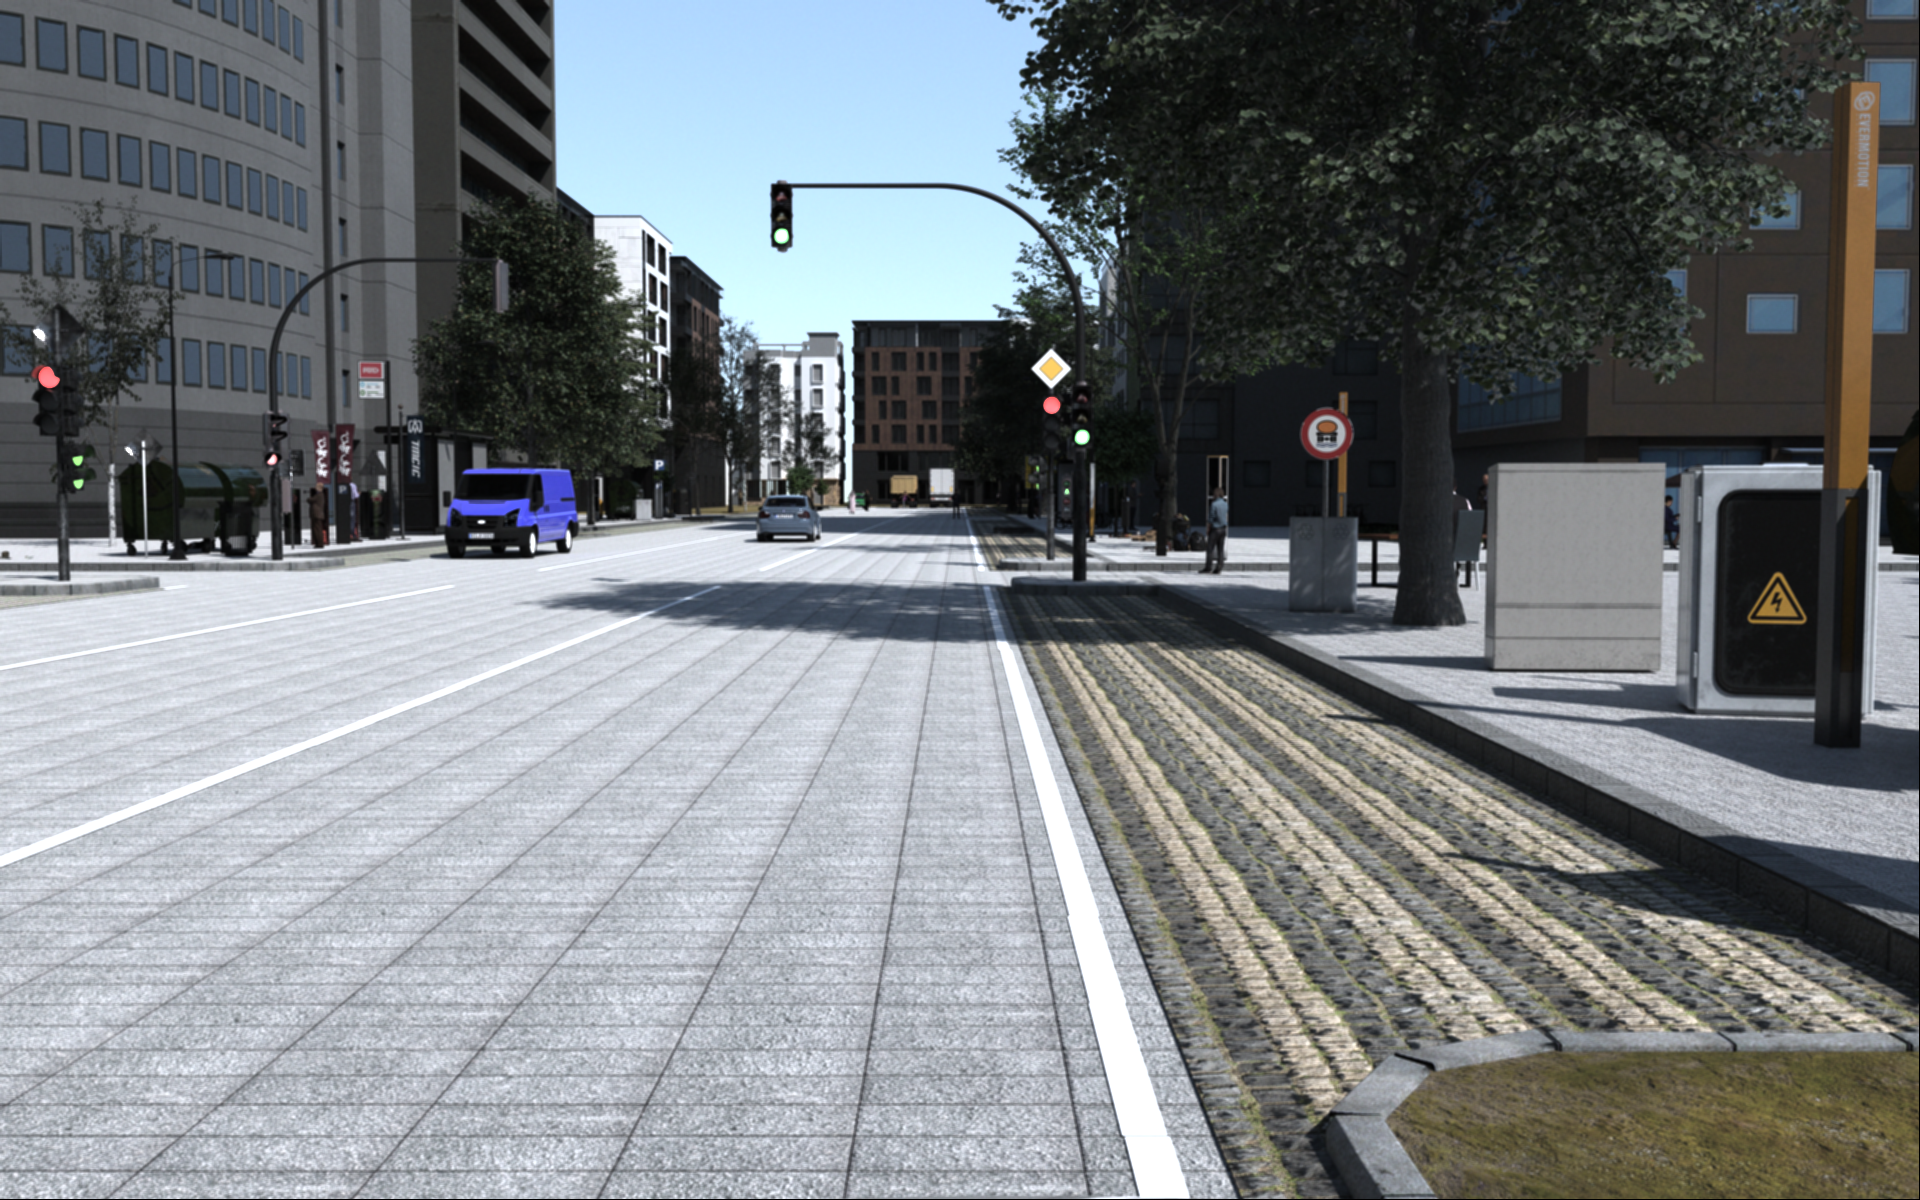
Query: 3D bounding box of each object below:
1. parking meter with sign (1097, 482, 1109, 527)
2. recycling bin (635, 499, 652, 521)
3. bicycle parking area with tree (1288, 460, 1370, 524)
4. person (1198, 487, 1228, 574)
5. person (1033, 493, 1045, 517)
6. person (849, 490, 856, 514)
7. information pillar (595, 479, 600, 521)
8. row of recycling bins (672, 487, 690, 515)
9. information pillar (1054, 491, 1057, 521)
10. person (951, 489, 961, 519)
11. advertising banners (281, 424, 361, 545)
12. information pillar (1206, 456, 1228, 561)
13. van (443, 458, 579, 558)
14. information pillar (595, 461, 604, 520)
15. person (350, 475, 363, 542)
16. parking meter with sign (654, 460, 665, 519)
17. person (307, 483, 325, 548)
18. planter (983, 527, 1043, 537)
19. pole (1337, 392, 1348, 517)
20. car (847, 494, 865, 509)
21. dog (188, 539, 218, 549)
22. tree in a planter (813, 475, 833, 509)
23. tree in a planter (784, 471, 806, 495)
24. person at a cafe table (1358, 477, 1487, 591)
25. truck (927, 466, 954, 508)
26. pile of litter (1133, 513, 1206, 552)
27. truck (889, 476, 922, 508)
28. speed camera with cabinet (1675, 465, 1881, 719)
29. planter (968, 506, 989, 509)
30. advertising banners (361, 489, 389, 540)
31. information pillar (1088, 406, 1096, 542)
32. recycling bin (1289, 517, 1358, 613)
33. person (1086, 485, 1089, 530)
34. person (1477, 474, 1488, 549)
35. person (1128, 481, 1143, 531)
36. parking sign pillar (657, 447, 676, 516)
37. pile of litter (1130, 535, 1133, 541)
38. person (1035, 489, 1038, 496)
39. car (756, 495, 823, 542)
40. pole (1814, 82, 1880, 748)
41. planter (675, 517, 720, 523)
[{"bbox_3d":[5.584,-4.342,67.251,0.543,3.016,1.738,0,4,5],"label":"parking meter with sign"},{"bbox_3d":[-15.121,-4.298,82.822,0.722,1.027,0.722,0,4,-5],"label":"recycling bin"},{"bbox_3d":[15.816,-4.561,61.572,8.231,4.147,9.016,2,4,28],"label":"bicycle parking area with tree"},{"bbox_3d":[4.547,-1.232,30.849,0.499,1.552,0.429,-1,4,-14],"label":"person"},{"bbox_3d":[4.489,-5.442,98.259,0.697,1.427,0.421,0,4,8],"label":"person"},{"bbox_3d":[-7.857,-7.188,126.695,0.551,1.740,0.621,-1,4,-11],"label":"person"},{"bbox_3d":[-17.272,-4.755,82.237,0.304,2.012,0.304,-1,4,-10],"label":"information pillar"},{"bbox_3d":[-17.123,-6.098,106.810,1.069,1.692,3.534,-1,4,-14],"label":"row of recycling bins"},{"bbox_3d":[4.369,-4.664,80.747,0.304,2.012,0.304,-1,4,-10],"label":"information pillar"},{"bbox_3d":[-0.227,-5.572,100.520,0.541,1.710,0.530,0,4,3],"label":"person"},{"bbox_3d":[-16.071,-2.885,43.358,2.074,3.025,0.090,1,4,10],"label":"advertising banners"},{"bbox_3d":[4.958,-1.768,33.398,0.304,2.012,0.304,3,4,38],"label":"information pillar"},{"bbox_3d":[-10.436,-2.203,40.398,2.240,2.365,5.245,0,4,1],"label":"van"},{"bbox_3d":[-17.744,-5.736,85.130,0.183,3.616,0.504,2,4,27],"label":"information pillar"},{"bbox_3d":[-16.327,-2.478,46.433,0.709,1.838,0.599,1,4,8],"label":"person"},{"bbox_3d":[-15.418,-5.651,88.662,0.543,3.016,1.738,-1,4,-12],"label":"parking meter with sign"},{"bbox_3d":[-15.206,-1.994,40.909,0.388,1.546,0.482,-1,4,-9],"label":"person"},{"bbox_3d":[1.769,-2.276,58.346,1.991,0.319,1.994,0,3,0],"label":"planter"},{"bbox_3d":[7.672,-2.502,34.751,0.158,3.312,0.155,0,3,0],"label":"pole"},{"bbox_3d":[-9.868,-9.700,167.392,1.959,1.807,4.718,0,4,1],"label":"car"},{"bbox_3d":[-17.706,-1.379,40.276,0.748,0.427,0.550,1,4,9],"label":"dog"},{"bbox_3d":[-12.959,-10.098,162.330,1.991,3.239,1.994,0,3,0],"label":"tree in a planter"},{"bbox_3d":[-12.965,-8.450,135.386,1.991,3.239,1.994,0,3,0],"label":"tree in a planter"},{"bbox_3d":[6.483,-0.924,23.624,1.698,1.524,1.622,-1,4,-20],"label":"person at a cafe table"},{"bbox_3d":[-1.959,-11.671,179.726,2.839,4.237,11.283,0,4,-1],"label":"truck"},{"bbox_3d":[4.904,-1.529,38.969,1.719,0.858,1.176,1,4,15],"label":"pile of litter"},{"bbox_3d":[-5.762,-11.267,180.143,3.469,3.379,9.791,0,4,0],"label":"truck"},{"bbox_3d":[5.287,-0.956,9.965,2.038,3.252,0.660,1,4,15],"label":"speed camera with cabinet"},{"bbox_3d":[1.742,-8.637,162.361,1.991,0.319,1.994,0,3,0],"label":"planter"},{"bbox_3d":[-16.848,-3.159,47.841,2.074,3.025,0.090,-3,4,-37],"label":"advertising banners"},{"bbox_3d":[3.554,-3.368,46.415,0.183,3.616,0.504,1,4,9],"label":"information pillar"},{"bbox_3d":[4.013,-0.401,19.103,0.722,1.027,0.722,1,4,13],"label":"recycling bin"},{"bbox_3d":[4.529,-3.346,62.462,0.444,1.614,0.593,0,4,2],"label":"person"},{"bbox_3d":[12.251,-2.037,40.034,0.565,1.739,0.600,0,4,3],"label":"person"},{"bbox_3d":[6.219,-3.319,60.847,0.750,1.759,0.617,2,4,32],"label":"person"},{"bbox_3d":[-17.115,-6.801,99.676,1.447,3.967,1.447,0,4,-1],"label":"parking sign pillar"},{"bbox_3d":[5.226,-2.034,47.223,1.176,0.858,1.719,0,4,6],"label":"pile of litter"},{"bbox_3d":[4.905,-6.004,104.660,0.568,1.767,0.683,3,5,44],"label":"person"},{"bbox_3d":[-5.232,-2.515,53.129,2.014,1.417,4.499,0,4,-1],"label":"car"},{"bbox_3d":[4.472,-0.911,8.731,0.158,3.312,0.155,0,3,0],"label":"pole"},{"bbox_3d":[-12.941,-3.949,85.714,1.991,0.319,1.994,0,3,0],"label":"planter"}]
